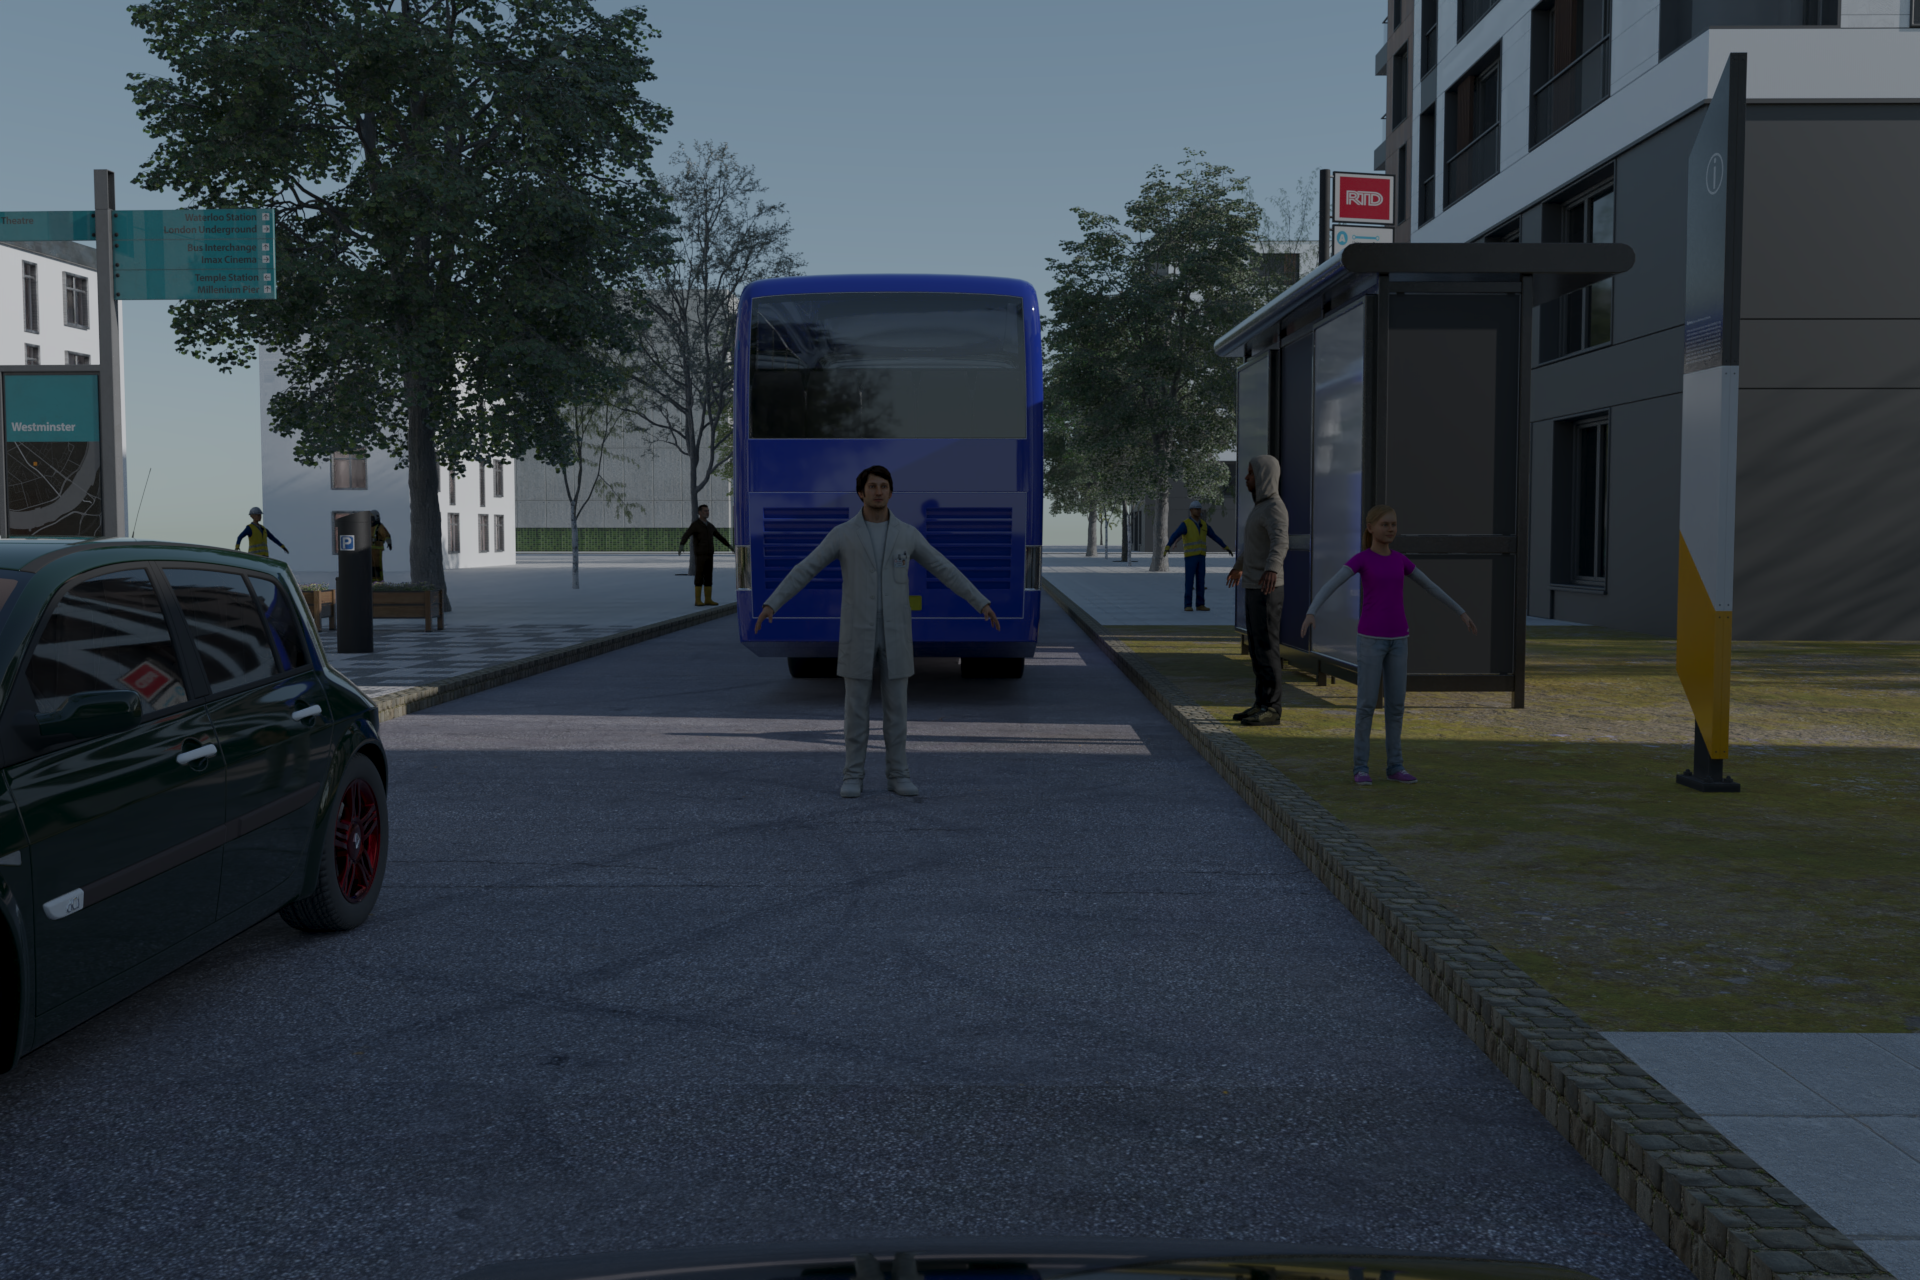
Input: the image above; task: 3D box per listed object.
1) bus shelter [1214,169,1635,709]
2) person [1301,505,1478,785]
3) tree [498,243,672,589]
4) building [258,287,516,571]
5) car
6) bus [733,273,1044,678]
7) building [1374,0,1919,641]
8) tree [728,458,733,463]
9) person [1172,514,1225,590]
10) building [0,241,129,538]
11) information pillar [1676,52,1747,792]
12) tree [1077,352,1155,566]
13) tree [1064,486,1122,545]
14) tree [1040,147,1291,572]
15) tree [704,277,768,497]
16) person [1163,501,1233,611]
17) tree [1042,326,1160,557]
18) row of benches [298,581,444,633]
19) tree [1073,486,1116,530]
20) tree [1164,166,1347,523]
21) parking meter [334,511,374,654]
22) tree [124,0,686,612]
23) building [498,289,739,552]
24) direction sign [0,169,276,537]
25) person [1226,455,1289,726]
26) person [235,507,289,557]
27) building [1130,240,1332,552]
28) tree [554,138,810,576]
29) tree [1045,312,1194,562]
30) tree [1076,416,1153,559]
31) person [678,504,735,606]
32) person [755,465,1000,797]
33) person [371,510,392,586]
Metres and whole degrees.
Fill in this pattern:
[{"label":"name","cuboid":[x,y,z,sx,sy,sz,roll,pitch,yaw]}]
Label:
[{"label":"bus shelter","cuboid":[3.789,-2.397,16.816,2.179,5.291,8.768,0,4,0]},{"label":"person","cuboid":[2.192,0.023,8.883,0.991,1.433,0.599,-1,4,-15]},{"label":"tree","cuboid":[-9.120,-5.525,40.699,4.360,8.622,3.978,0,3,0]},{"label":"building","cuboid":[-23.205,-8.006,73.043,9.099,9.664,28.070,0,4,0]},{"label":"car","cuboid":[-3.050,0.298,4.920,2.009,1.686,4.222,0,4,1]},{"label":"bus","cuboid":[-0.481,-1.745,20.075,2.896,3.916,12.251,0,4,1]},{"label":"building","cuboid":[22.886,-11.760,36.254,27.936,21.610,32.646,0,4,1]},{"label":"tree","cuboid":[-7.861,-9.271,85.995,8.767,10.594,7.601,1,4,16]},{"label":"person","cuboid":[5.488,-2.092,40.068,1.347,1.847,0.705,-1,4,-20]},{"label":"building","cuboid":[-26.571,-5.920,38.943,9.099,9.664,28.070,0,4,2]},{"label":"information pillar","cuboid":[3.784,-1.063,8.736,0.183,3.616,0.504,0,4,1]},{"label":"tree","cuboid":[6.906,-7.304,69.781,4.360,8.622,3.978,0,3,0]},{"label":"tree","cuboid":[15.898,-17.468,195.972,12.009,13.543,11.850,0,3,0]},{"label":"tree","cuboid":[6.844,-9.319,59.025,9.857,13.997,8.962,0,3,0]},{"label":"tree","cuboid":[-7.818,-9.668,76.191,7.486,12.596,7.792,0,3,0]},{"label":"person","cuboid":[3.933,-1.399,28.849,1.349,1.833,0.705,-2,4,-25]},{"label":"tree","cuboid":[7.474,-11.730,98.433,9.857,13.997,8.962,0,3,0]},{"label":"row of benches","cuboid":[-8.773,-0.449,22.811,4.104,0.672,1.422,0,4,-1]},{"label":"tree","cuboid":[8.144,-9.575,106.919,4.737,8.622,4.395,0,3,0]},{"label":"tree","cuboid":[6.386,-5.171,34.906,4.360,8.622,3.978,0,3,0]},{"label":"parking meter","cuboid":[-6.549,-0.630,18.716,0.372,1.533,0.369,0,3,0]},{"label":"tree","cuboid":[-8.719,-7.429,28.118,9.857,13.997,8.962,0,3,0]},{"label":"building","cuboid":[-24.652,-16.805,141.220,16.747,18.905,31.486,0,4,2]},{"label":"direction sign","cuboid":[-6.248,-1.505,13.377,2.525,3.948,1.411,0,4,3]},{"label":"person","cuboid":[2.026,-0.342,11.718,0.705,1.813,1.348,0,4,-1]},{"label":"person","cuboid":[-12.590,-1.513,31.196,0.721,1.772,1.216,2,4,25]},{"label":"building","cuboid":[27.311,-17.921,136.983,27.936,21.610,32.646,0,4,1]},{"label":"tree","cuboid":[-8.081,-8.734,53.173,12.009,13.543,11.850,0,3,0]},{"label":"tree","cuboid":[7.472,-9.403,79.488,9.928,11.665,9.643,0,3,0]},{"label":"tree","cuboid":[7.218,-8.401,87.715,4.360,8.622,3.978,0,3,0]},{"label":"person","cuboid":[-4.546,-1.513,30.875,0.704,1.812,1.346,3,5,40]},{"label":"person","cuboid":[-0.457,-0.053,9.516,1.347,1.806,0.705,-1,4,-11]},{"label":"person","cuboid":[-13.875,-2.157,41.036,1.354,1.858,0.705,2,4,32]}]
